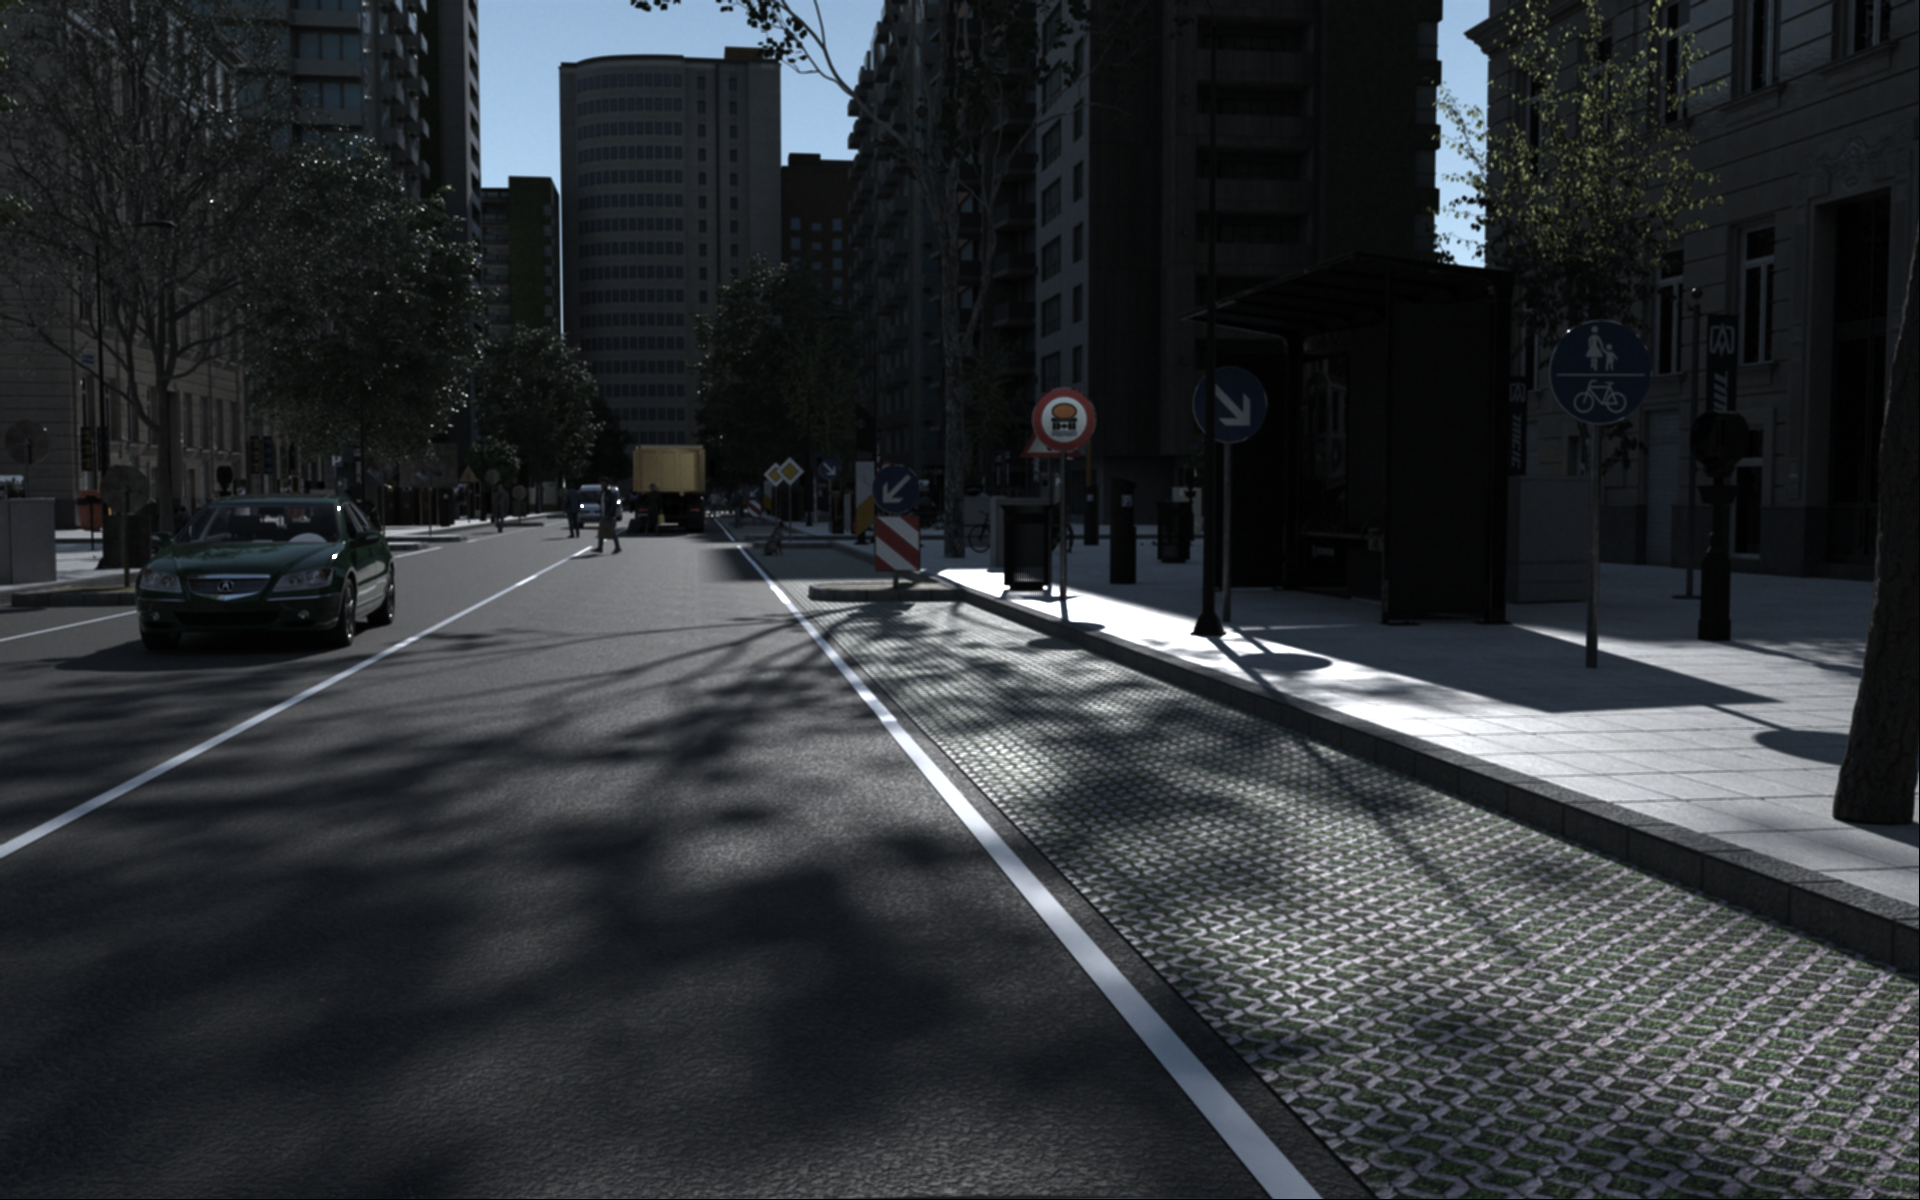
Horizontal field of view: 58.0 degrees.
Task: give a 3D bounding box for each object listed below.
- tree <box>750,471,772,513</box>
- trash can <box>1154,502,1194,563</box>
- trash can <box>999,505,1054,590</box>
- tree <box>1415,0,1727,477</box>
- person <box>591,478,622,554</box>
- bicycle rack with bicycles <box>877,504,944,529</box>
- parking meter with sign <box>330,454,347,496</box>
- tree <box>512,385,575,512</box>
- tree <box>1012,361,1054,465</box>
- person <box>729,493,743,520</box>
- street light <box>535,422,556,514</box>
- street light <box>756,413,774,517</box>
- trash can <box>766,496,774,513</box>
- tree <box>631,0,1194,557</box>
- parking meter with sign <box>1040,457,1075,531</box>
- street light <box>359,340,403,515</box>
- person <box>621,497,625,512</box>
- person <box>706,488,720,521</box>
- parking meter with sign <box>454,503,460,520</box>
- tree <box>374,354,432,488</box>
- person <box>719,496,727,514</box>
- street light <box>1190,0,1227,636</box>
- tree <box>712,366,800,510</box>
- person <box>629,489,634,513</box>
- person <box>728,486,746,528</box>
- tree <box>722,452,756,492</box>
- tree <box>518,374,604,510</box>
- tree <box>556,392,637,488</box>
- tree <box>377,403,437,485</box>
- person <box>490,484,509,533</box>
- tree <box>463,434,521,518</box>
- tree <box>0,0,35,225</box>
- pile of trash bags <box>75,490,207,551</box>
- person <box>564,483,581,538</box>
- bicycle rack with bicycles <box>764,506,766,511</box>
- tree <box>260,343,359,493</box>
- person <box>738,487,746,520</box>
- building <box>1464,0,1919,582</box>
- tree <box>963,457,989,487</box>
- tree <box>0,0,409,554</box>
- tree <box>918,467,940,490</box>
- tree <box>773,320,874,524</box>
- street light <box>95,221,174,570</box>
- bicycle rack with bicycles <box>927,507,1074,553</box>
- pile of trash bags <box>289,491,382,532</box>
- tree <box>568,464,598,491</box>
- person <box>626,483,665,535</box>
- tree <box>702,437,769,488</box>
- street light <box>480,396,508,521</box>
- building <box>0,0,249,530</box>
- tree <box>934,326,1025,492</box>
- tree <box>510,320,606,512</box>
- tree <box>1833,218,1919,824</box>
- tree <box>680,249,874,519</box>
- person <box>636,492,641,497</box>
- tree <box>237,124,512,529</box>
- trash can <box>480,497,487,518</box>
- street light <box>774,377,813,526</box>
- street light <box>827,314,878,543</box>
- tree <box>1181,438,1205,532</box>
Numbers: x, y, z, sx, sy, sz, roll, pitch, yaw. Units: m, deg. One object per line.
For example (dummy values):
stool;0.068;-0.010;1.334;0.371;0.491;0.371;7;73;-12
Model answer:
tree;-13.671;-7.593;118.753;1.663;3.219;1.824;0;3;0
trash can;3.992;-1.265;32.334;0.748;1.137;0.748;0;3;0
trash can;0.891;-0.708;23.231;0.748;1.137;0.748;0;3;0
tree;8.651;-4.512;24.133;4.360;8.622;3.978;0;3;0
person;-8.420;-2.009;41.333;0.713;1.824;0.794;-2;4;-29
bicycle rack with bicycles;-1.173;-3.025;62.846;2.925;0.926;2.852;1;4;16
parking meter with sign;-27.417;-4.925;76.778;0.543;3.016;1.738;0;4;-7
tree;-28.395;-10.225;117.547;4.360;8.622;3.978;0;3;0
tree;5.034;-8.779;93.905;4.360;8.622;3.978;0;3;0
person;-12.253;-5.228;94.465;0.782;1.767;0.515;2;4;29
street light;-26.728;-8.514;111.751;1.470;5.913;1.316;-1;4;-9
street light;-11.095;-7.700;98.443;1.470;5.913;1.316;-1;4;-9
trash can;-12.516;-6.294;114.554;0.748;1.137;0.748;0;3;0
tree;-1.205;-10.862;33.483;12.611;20.169;13.585;0;3;0
parking meter with sign;3.224;-3.973;61.224;1.738;3.016;0.543;3;5;45
street light;-17.514;-4.881;52.354;1.470;5.913;1.316;-1;4;-9
person;-27.766;-7.946;141.643;0.697;1.427;0.421;2;4;26
person;-13.007;-4.983;90.651;0.731;1.740;0.598;-3;5;-42
parking meter with sign;-25.700;-5.491;86.045;1.738;3.016;0.543;1;4;17
tree;-30.538;-8.532;89.866;4.360;8.622;3.978;0;3;0
person;-17.157;-6.884;125.301;0.590;1.304;0.306;2;4;29
street light;1.735;-2.632;15.574;1.470;5.913;1.316;-1;4;-9
tree;-15.882;-13.030;138.787;9.928;11.665;9.643;0;3;0
person;-25.014;-7.546;131.868;0.705;1.826;1.348;-1;4;-12
person;-9.263;-3.858;71.919;0.721;1.781;0.623;0;4;-5
tree;-22.422;-13.850;176.812;4.360;8.622;3.978;0;3;0
tree;-32.966;-13.283;142.937;9.928;11.665;9.643;0;3;0
tree;-41.059;-17.013;195.171;9.611;12.733;9.660;0;3;0
tree;-31.766;-9.070;98.655;4.737;8.622;4.395;0;3;0
person;-17.132;-3.414;64.418;0.694;1.812;0.767;0;4;4
tree;-25.504;-6.786;94.671;4.285;4.588;4.351;0;3;0
tree;-13.197;-5.987;16.019;7.486;12.596;7.792;0;3;0
pile of trash bags;-18.523;-1.854;40.058;3.447;1.369;1.912;-2;4;-29
person;-12.727;-2.952;56.955;0.419;1.800;0.721;3;4;37
bicycle rack with bicycles;-13.020;-7.012;128.027;2.925;0.926;2.852;-1;4;-12
tree;-31.146;-8.055;82.066;4.360;8.622;3.978;0;3;0
person;-12.210;-5.361;96.178;0.660;1.820;0.620;3;4;38
building;18.623;-13.973;25.719;12.463;27.353;25.104;-1;4;-9
tree;0.592;-5.853;90.300;1.663;3.219;1.824;0;3;0
tree;-17.227;-7.739;36.903;12.009;13.543;11.850;0;3;0
tree;-2.015;-7.261;113.315;1.663;3.219;1.824;0;3;0
tree;-5.991;-7.545;73.719;4.737;8.622;4.395;0;3;0
street light;-14.052;-3.484;29.512;1.470;5.913;1.316;-1;4;-9
bicycle rack with bicycles;1.363;-1.489;37.729;2.925;0.926;2.852;-3;5;-39
pile of trash bags;-21.217;-2.975;58.401;3.447;1.369;1.912;1;4;15
tree;-36.964;-11.386;169.881;4.285;4.588;4.351;0;3;0
person;-10.979;-3.177;60.666;1.509;1.804;0.699;3;5;44
tree;-26.254;-17.505;203.211;9.611;12.733;9.660;0;3;0
street light;-22.148;-6.714;82.308;1.470;5.913;1.316;-1;4;-9
building;-39.035;-16.815;72.194;12.463;27.353;25.104;-1;4;-9
tree;0.959;-7.701;76.277;4.737;8.622;4.395;0;3;0
tree;-30.497;-13.338;124.726;9.857;13.997;8.962;0;3;0
tree;3.864;-4.396;6.285;7.601;10.594;8.767;3;4;36
tree;-9.220;-11.175;89.364;9.857;13.997;8.962;0;3;0
person;-16.463;-4.941;89.469;0.473;1.802;0.592;2;4;27
tree;-20.636;-9.398;60.311;9.857;13.997;8.962;0;3;0
trash can;-24.921;-4.786;89.909;0.748;1.137;0.748;0;3;0
street light;-6.563;-5.902;69.046;1.470;5.913;1.316;-1;4;-9
street light;-2.742;-4.431;44.980;1.470;5.913;1.316;-1;4;-9
tree;8.445;-3.983;59.725;1.663;3.219;1.824;0;3;0
